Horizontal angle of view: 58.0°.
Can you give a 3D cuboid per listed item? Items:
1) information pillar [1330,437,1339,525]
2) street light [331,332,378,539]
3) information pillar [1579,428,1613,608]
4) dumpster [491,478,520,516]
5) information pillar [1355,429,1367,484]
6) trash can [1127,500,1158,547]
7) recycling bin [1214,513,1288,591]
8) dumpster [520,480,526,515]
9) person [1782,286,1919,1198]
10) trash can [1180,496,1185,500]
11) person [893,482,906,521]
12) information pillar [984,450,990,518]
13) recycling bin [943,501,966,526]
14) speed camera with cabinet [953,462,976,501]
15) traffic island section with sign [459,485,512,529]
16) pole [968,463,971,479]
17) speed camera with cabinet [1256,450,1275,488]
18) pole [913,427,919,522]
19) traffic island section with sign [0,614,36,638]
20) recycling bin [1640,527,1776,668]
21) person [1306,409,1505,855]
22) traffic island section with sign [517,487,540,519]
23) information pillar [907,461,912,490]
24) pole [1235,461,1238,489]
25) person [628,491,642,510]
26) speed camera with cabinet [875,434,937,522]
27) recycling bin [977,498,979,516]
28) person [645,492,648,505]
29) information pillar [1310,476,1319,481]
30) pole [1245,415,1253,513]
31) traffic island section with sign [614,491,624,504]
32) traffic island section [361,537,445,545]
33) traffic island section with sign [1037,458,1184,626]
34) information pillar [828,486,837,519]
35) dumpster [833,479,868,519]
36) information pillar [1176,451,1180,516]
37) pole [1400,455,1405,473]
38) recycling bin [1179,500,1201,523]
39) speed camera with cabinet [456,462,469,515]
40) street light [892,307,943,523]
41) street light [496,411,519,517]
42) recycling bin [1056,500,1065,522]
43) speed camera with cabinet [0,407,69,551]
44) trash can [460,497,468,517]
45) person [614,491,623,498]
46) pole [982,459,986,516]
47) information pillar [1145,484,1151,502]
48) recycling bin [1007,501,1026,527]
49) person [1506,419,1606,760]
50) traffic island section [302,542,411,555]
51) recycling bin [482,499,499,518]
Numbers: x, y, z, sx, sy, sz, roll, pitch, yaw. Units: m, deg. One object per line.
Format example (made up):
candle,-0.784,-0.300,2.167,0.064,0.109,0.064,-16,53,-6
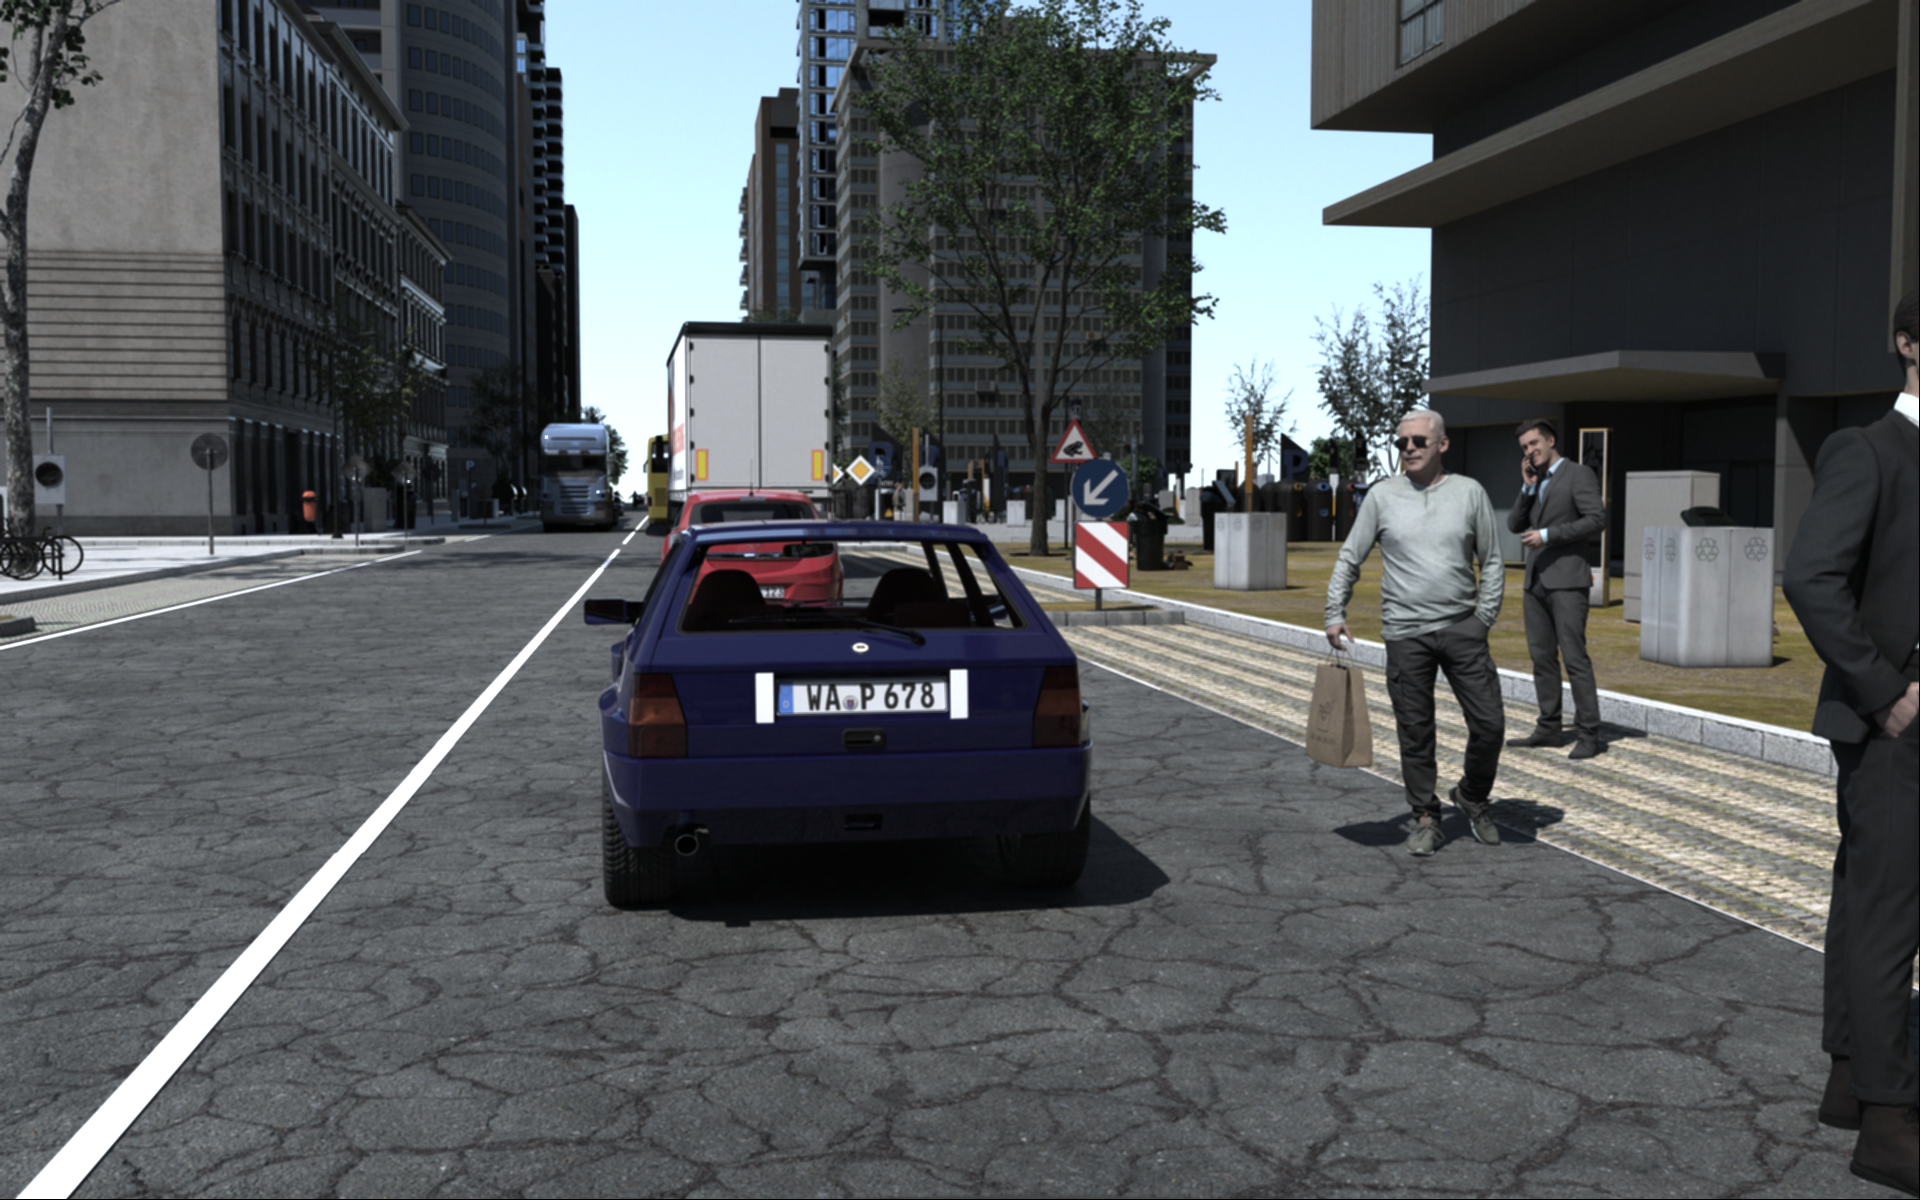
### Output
information pillar,15.427,-4.898,71.442,0.183,3.616,0.504,-2,4,-30
street light,-17.392,-4.724,49.778,1.470,5.913,1.316,-1,4,-10
information pillar,7.167,-0.922,19.565,0.304,2.012,0.304,2,4,32
dumpster,-26.851,-6.070,101.732,1.502,2.255,1.985,-1,4,-10
information pillar,14.446,-4.352,62.506,0.504,3.616,0.183,-2,4,-26
trash can,4.454,-1.875,42.315,0.748,1.137,0.748,0,3,0
recycling bin,3.904,-0.656,23.276,0.722,1.027,0.722,-2,4,-29
dumpster,-28.061,-6.497,108.725,1.502,2.255,1.985,-1,4,-10
person,2.110,0.252,3.742,0.474,1.900,0.648,3,5,44
trash can,13.416,-5.648,104.000,0.748,1.137,0.748,0,3,0
person,-1.684,-2.400,48.282,0.362,1.759,0.519,-1,4,-9
information pillar,1.447,-6.232,93.249,0.183,3.616,0.504,-2,4,-29
recycling bin,-0.253,-2.919,60.278,0.722,1.027,0.722,2,4,26
speed camera with cabinet,0.264,-6.880,106.831,0.660,3.252,2.038,-2,4,-27
traffic island section with sign,-19.758,-3.885,72.143,1.989,1.847,2.006,-1,4,-10
pole,0.654,-7.367,114.291,0.158,3.312,0.155,0,3,0
speed camera with cabinet,14.299,-5.164,78.772,2.038,3.252,0.660,-3,5,-44
pole,-1.346,-3.618,53.005,0.158,3.312,0.155,0,3,0
traffic island section with sign,-10.515,-0.533,17.345,1.989,1.847,2.006,-1,4,-10
recycling bin,5.642,-0.033,13.095,0.722,1.027,0.722,0,4,-3
person,1.797,0.123,6.969,0.782,1.767,0.515,1,4,11
traffic island section with sign,-24.310,-5.537,99.163,1.989,1.847,2.006,-1,4,-10
information pillar,-3.464,-7.804,118.957,0.183,3.616,0.504,2,4,28
pole,17.045,-6.911,106.830,0.158,3.312,0.155,0,3,0
person,-29.344,-8.999,156.361,1.217,1.736,0.721,0,4,-3
speed camera with cabinet,-1.768,-3.846,57.220,2.038,3.252,0.660,0,4,0
recycling bin,0.691,-5.566,103.556,0.722,1.027,0.722,2,4,33
person,-40.361,-13.088,223.158,0.621,1.740,0.551,-2,4,-25
information pillar,14.808,-4.155,72.426,0.304,2.012,0.304,-1,4,-15
pole,7.483,-3.122,44.880,0.158,3.312,0.155,0,3,0
traffic island section with sign,-50.771,-15.131,256.016,1.989,1.847,2.006,-1,4,-10
traffic island section,-16.010,-1.695,49.995,2.009,0.180,2.903,-1,4,-10
traffic island section with sign,1.297,-0.671,19.595,1.989,1.847,2.006,-1,4,-10
information pillar,-5.681,-4.454,77.316,0.304,2.012,0.304,3,4,38
dumpster,-4.141,-3.699,66.235,1.264,1.857,1.865,-1,4,-10
information pillar,11.858,-6.288,94.158,0.183,3.616,0.504,-1,4,-12
pole,15.977,-4.200,62.514,0.158,3.312,0.155,0,3,0
recycling bin,10.152,-3.909,76.472,0.722,1.027,0.722,3,5,42
speed camera with cabinet,-30.019,-6.754,104.766,0.660,3.252,2.038,-2,4,-24
street light,-1.010,-4.329,43.325,1.470,5.913,1.316,-1,4,-10
street light,-25.345,-7.607,96.916,1.470,5.913,1.316,-1,4,-10
recycling bin,4.827,-4.043,78.658,0.722,1.027,0.722,-2,4,-26
speed camera with cabinet,-21.310,-2.739,39.113,2.038,3.252,0.660,-1,4,-19
trash can,-27.476,-5.130,95.530,0.748,1.137,0.748,0,3,0
person,-32.281,-9.434,163.266,1.217,1.766,0.721,1,4,8
pole,1.398,-6.536,100.703,0.158,3.312,0.155,0,3,0
information pillar,13.026,-7.084,120.312,0.304,2.012,0.304,-3,5,-43
recycling bin,2.193,-3.363,67.542,0.722,1.027,0.722,0,4,2
person,3.258,-0.076,9.549,0.447,1.846,0.655,-1,4,-21
traffic island section,-14.682,-1.213,42.121,2.009,0.180,2.903,-1,4,-10
recycling bin,-24.967,-4.865,92.089,0.722,1.027,0.722,0,4,2
